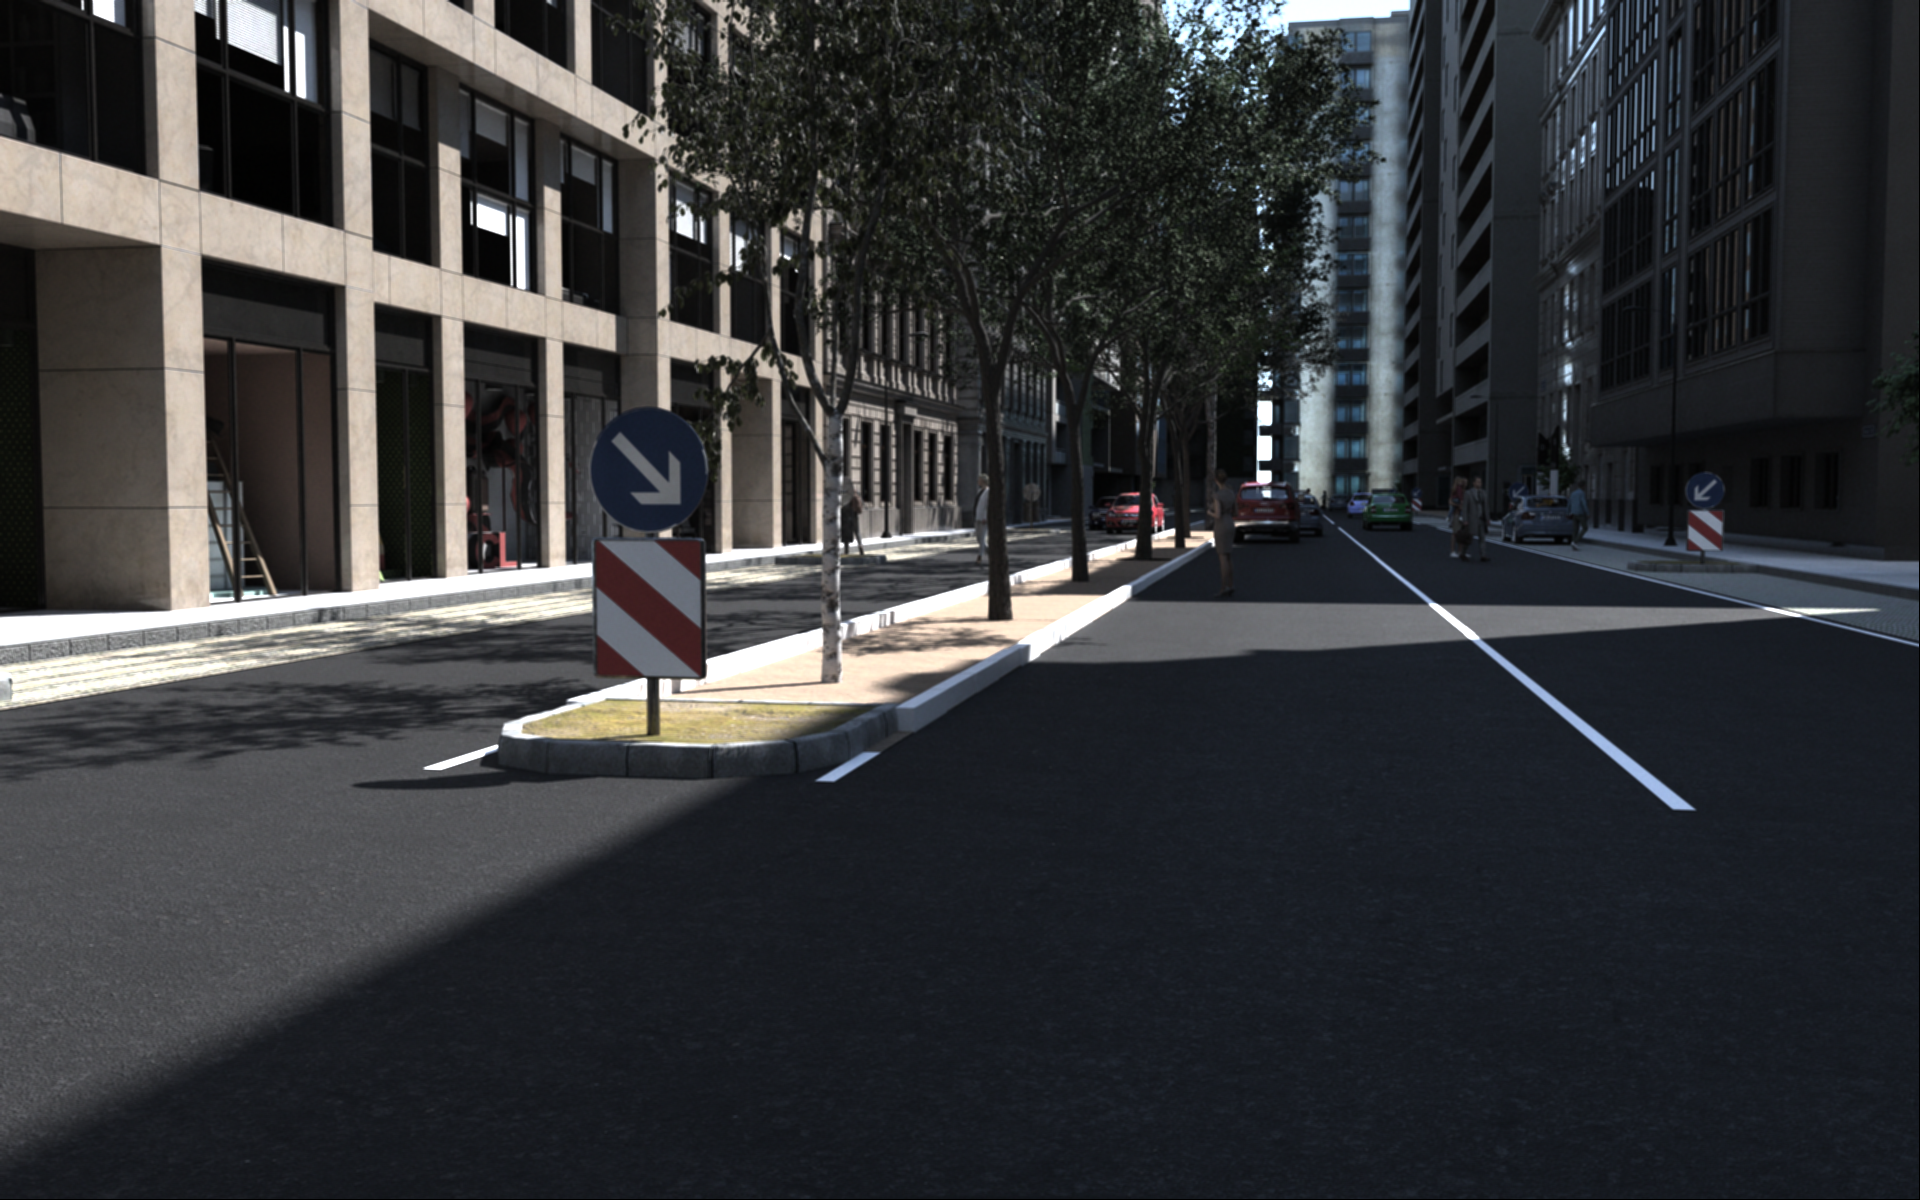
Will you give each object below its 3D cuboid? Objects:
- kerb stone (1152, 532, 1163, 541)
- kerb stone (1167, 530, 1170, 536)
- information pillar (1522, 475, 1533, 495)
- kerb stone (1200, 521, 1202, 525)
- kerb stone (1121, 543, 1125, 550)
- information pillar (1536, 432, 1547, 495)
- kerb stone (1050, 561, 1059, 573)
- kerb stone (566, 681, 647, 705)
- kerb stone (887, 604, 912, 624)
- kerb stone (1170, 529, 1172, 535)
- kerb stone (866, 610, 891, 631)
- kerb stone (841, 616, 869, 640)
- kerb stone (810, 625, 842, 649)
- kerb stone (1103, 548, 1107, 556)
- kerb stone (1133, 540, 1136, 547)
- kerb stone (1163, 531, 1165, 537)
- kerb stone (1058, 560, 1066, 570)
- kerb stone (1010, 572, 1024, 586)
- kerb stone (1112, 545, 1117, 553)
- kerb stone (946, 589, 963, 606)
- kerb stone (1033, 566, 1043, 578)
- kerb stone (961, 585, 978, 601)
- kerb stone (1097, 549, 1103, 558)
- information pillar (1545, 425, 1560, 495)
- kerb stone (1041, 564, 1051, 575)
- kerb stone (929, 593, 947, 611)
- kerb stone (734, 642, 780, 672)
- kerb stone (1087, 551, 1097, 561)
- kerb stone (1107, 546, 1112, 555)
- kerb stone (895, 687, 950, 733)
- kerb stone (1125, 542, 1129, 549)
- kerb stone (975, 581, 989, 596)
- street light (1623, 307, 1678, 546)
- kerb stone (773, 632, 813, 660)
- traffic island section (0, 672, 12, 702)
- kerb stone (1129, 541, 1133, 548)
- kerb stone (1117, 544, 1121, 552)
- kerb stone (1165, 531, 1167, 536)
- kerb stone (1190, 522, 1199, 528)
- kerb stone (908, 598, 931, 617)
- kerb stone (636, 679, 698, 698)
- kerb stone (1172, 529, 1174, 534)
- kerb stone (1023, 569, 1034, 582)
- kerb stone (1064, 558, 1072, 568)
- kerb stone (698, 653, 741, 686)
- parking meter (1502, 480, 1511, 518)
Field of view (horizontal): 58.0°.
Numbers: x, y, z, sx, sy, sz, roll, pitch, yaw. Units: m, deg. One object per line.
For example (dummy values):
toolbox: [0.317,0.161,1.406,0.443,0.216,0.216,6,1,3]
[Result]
kerb stone: [6.315,-2.038,55.536,0.120,0.150,1.000,1,4,11]
kerb stone: [6.906,-2.222,58.566,0.120,0.150,1.000,1,4,11]
information pillar: [21.952,-3.826,67.053,0.304,2.012,0.304,0,4,-3]
kerb stone: [10.643,-3.393,77.711,0.120,0.150,1.000,1,4,11]
kerb stone: [3.967,-1.302,43.477,0.120,0.150,1.000,1,4,11]
information pillar: [22.159,-4.554,65.817,0.504,3.616,0.183,-1,4,-15]
kerb stone: [1.628,-0.564,31.410,0.120,0.150,1.000,1,4,11]
kerb stone: [-2.301,0.671,11.283,0.120,0.150,1.000,1,4,11]
kerb stone: [-0.735,0.177,19.338,0.120,0.150,1.000,1,4,11]
kerb stone: [7.096,-2.286,59.578,0.120,0.150,1.000,1,4,11]
kerb stone: [-0.927,0.236,18.330,0.120,0.150,1.000,1,4,11]
kerb stone: [-1.120,0.298,17.320,0.120,0.150,1.000,1,4,11]
kerb stone: [-1.322,0.364,16.311,0.120,0.150,1.000,1,4,11]
kerb stone: [3.183,-1.053,39.464,0.120,0.150,1.000,1,4,11]
kerb stone: [4.555,-1.478,46.497,0.120,0.150,1.000,1,4,11]
kerb stone: [6.515,-2.101,56.553,0.120,0.150,1.000,1,4,11]
kerb stone: [1.810,-0.625,32.417,0.120,0.150,1.000,1,4,11]
kerb stone: [0.834,-0.312,27.385,0.120,0.150,1.000,1,4,11]
kerb stone: [3.581,-1.179,41.469,0.120,0.150,1.000,1,4,11]
kerb stone: [-0.153,-0.007,22.350,0.120,0.150,1.000,1,4,11]
kerb stone: [1.226,-0.437,29.401,0.120,0.150,1.000,1,4,11]
kerb stone: [0.054,-0.071,23.361,0.120,0.150,1.000,1,4,11]
kerb stone: [2.997,-0.995,38.458,0.120,0.150,1.000,1,4,11]
information pillar: [20.339,-4.153,59.263,0.183,3.616,0.504,0,4,-6]
kerb stone: [1.424,-0.502,30.409,0.120,0.150,1.000,1,4,11]
kerb stone: [-0.344,0.054,21.346,0.120,0.150,1.000,1,4,11]
kerb stone: [-1.713,0.483,14.304,0.120,0.150,1.000,1,4,11]
kerb stone: [2.801,-0.933,37.453,0.120,0.150,1.000,1,4,11]
kerb stone: [3.378,-1.118,40.467,0.120,0.150,1.000,1,4,11]
kerb stone: [-0.239,0.692,10.883,0.120,0.150,1.000,1,4,11]
kerb stone: [4.165,-1.361,44.488,0.120,0.150,1.000,1,4,11]
kerb stone: [0.240,-0.133,24.370,0.120,0.150,1.000,1,4,11]
street light: [17.126,-4.307,42.968,1.470,5.913,1.316,1,4,11]
kerb stone: [-1.518,0.421,15.308,0.120,0.150,1.000,1,4,11]
traffic island section: [-7.699,0.673,11.273,2.009,0.180,2.903,1,4,11]
kerb stone: [4.359,-1.425,45.493,0.120,0.150,1.000,1,4,11]
kerb stone: [3.774,-1.240,42.473,0.120,0.150,1.000,1,4,11]
kerb stone: [6.712,-2.163,57.562,0.120,0.150,1.000,1,4,11]
kerb stone: [10.249,-3.272,75.700,0.120,0.150,1.000,1,4,11]
kerb stone: [-0.539,0.113,20.342,0.120,0.150,1.000,1,4,11]
kerb stone: [-2.108,0.610,12.294,0.120,0.150,1.000,1,4,11]
kerb stone: [7.302,-2.348,60.588,0.120,0.150,1.000,1,4,11]
kerb stone: [1.031,-0.375,28.388,0.120,0.150,1.000,1,4,11]
kerb stone: [2.007,-0.687,33.420,0.120,0.150,1.000,1,4,11]
kerb stone: [-1.915,0.544,13.297,0.120,0.150,1.000,1,4,11]
parking meter: [23.332,-4.174,73.948,0.255,1.863,0.399,0,4,7]
